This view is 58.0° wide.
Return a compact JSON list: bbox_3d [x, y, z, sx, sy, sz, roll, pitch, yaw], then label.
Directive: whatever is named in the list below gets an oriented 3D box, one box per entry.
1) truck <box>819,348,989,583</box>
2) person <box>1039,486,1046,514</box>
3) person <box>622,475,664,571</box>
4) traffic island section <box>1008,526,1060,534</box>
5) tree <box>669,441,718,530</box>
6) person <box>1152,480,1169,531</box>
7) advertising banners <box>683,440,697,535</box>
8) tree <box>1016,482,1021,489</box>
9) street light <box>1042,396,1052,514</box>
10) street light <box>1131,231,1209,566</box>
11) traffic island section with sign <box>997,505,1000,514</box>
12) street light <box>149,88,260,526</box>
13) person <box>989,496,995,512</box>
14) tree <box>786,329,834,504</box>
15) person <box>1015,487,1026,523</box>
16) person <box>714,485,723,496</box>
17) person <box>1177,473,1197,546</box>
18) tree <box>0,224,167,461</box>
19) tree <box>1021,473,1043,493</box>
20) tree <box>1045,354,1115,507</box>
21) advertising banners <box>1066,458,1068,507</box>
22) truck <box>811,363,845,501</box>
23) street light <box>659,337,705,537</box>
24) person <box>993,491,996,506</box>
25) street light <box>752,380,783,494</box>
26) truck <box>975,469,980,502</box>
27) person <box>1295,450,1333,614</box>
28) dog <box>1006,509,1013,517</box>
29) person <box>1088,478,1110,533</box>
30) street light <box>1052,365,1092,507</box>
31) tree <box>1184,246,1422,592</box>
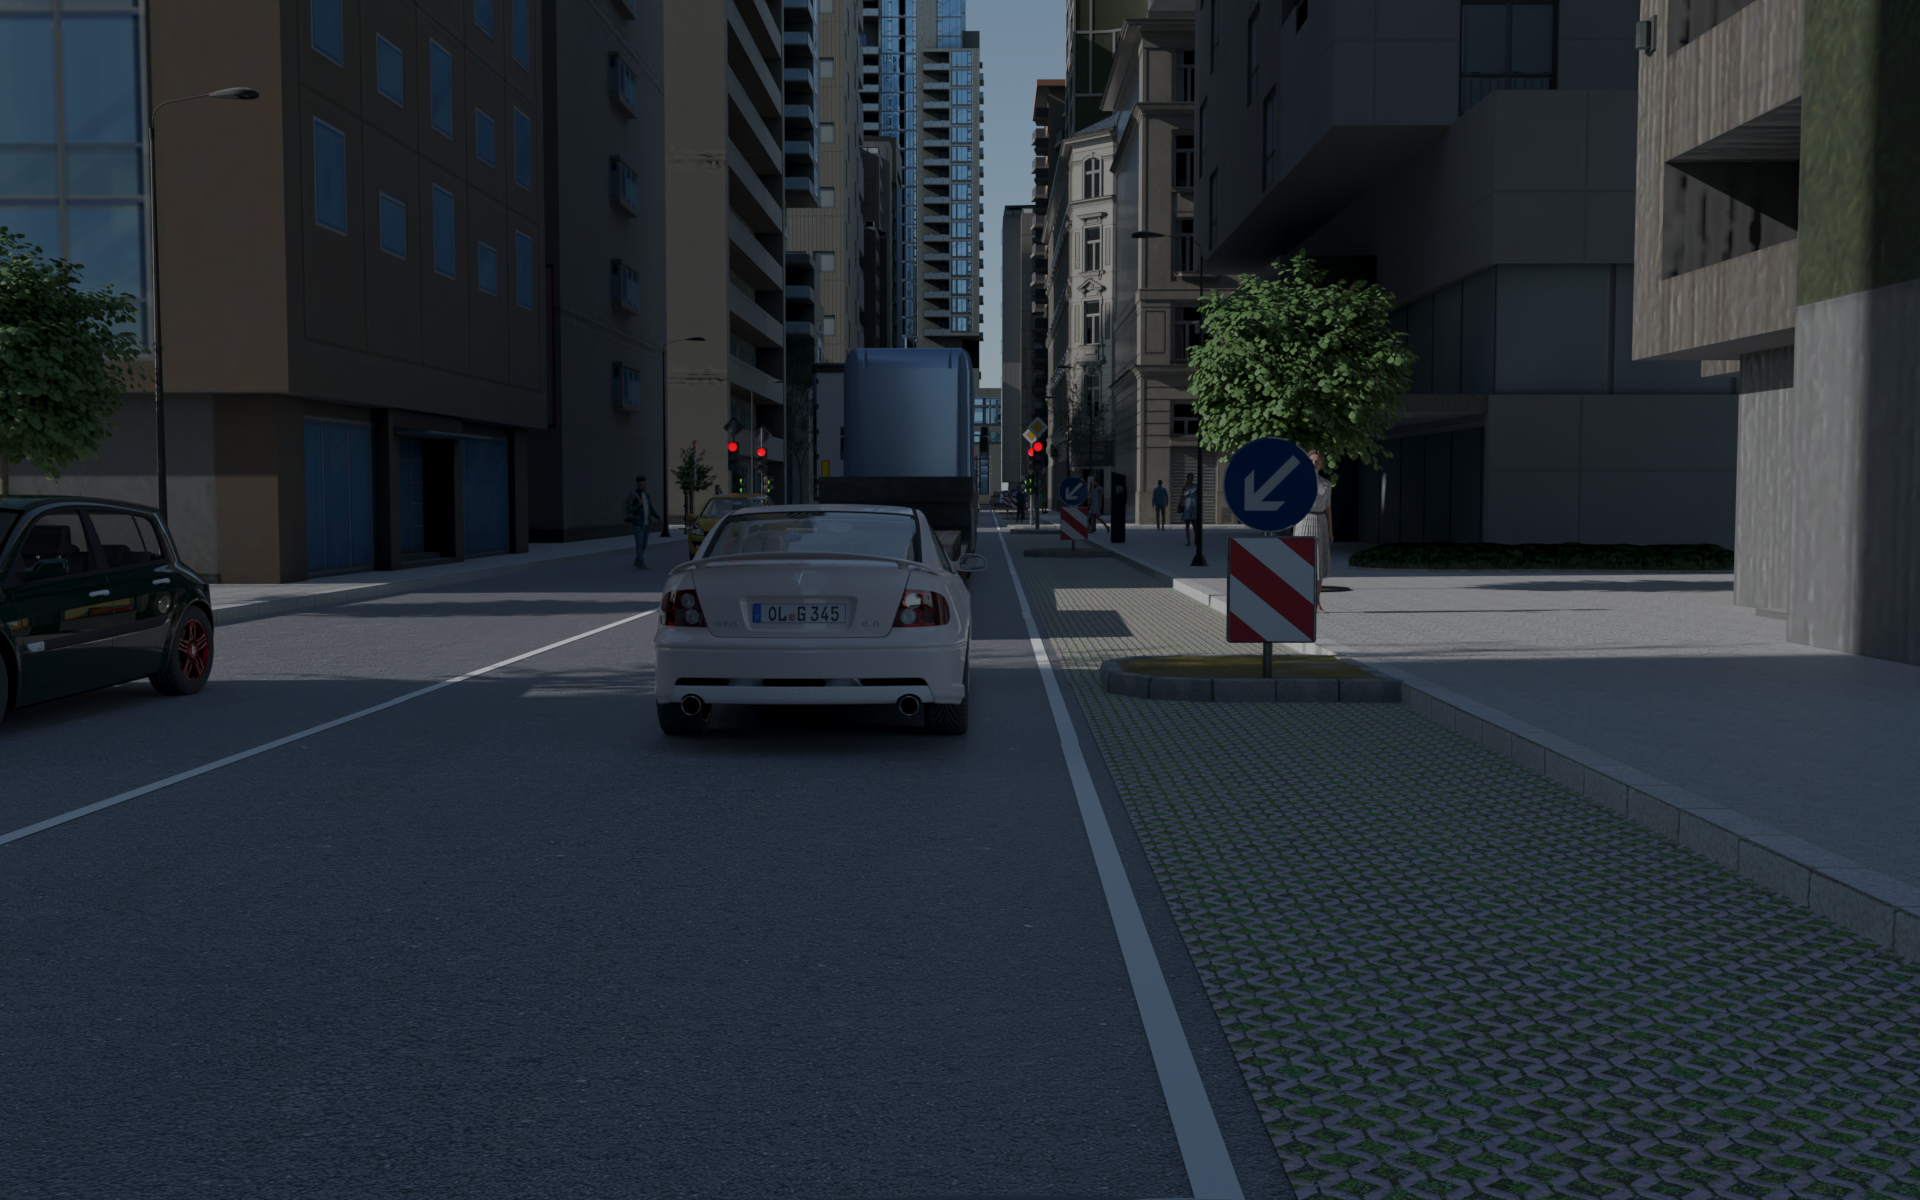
[{"bbox_3d":[-1.082,-2.229,26.201,2.967,4.110,18.799,0,4,1],"label":"truck"},{"bbox_3d":[5.281,-6.385,110.679,0.600,1.795,0.529,2,4,35],"label":"person"},{"bbox_3d":[-5.983,-1.446,32.490,0.721,1.781,0.623,1,4,19],"label":"person"},{"bbox_3d":[2.826,-2.474,62.727,2.009,0.180,2.903,0,4,1],"label":"traffic island section"},{"bbox_3d":[-9.692,-4.164,62.678,1.663,3.219,1.824,0,3,0],"label":"tree"},{"bbox_3d":[6.971,-3.298,60.301,0.601,1.785,0.444,0,4,0],"label":"person"},{"bbox_3d":[-8.631,-3.631,55.562,0.090,3.025,2.074,0,4,3],"label":"advertising banners"},{"bbox_3d":[7.495,-13.259,211.381,1.663,3.219,1.824,0,3,0],"label":"tree"},{"bbox_3d":[4.597,-6.704,82.149,1.470,5.913,1.316,0,4,1],"label":"street light"},{"bbox_3d":[3.729,-3.560,30.748,1.470,5.913,1.316,0,4,1],"label":"street light"},{"bbox_3d":[3.774,-6.989,122.895,1.989,1.847,2.006,0,4,1],"label":"traffic island section with sign"},{"bbox_3d":[-8.709,-2.901,19.968,1.470,5.913,1.316,0,4,1],"label":"street light"},{"bbox_3d":[2.507,-7.587,136.826,0.475,1.303,0.640,-3,5,-44],"label":"person"},{"bbox_3d":[-8.805,-9.960,97.254,8.767,10.594,7.601,0,4,7],"label":"tree"},{"bbox_3d":[3.043,-4.754,86.642,0.576,1.772,0.534,0,4,7],"label":"person"},{"bbox_3d":[-9.206,-3.517,66.260,0.793,1.790,0.793,-1,4,-9],"label":"person"},{"bbox_3d":[5.684,-2.248,42.885,0.616,1.811,0.778,1,4,21],"label":"person"},{"bbox_3d":[-11.365,-2.265,20.743,4.285,4.588,4.351,0,3,0],"label":"tree"},{"bbox_3d":[6.703,-9.955,157.372,1.663,3.219,1.824,0,3,0],"label":"tree"},{"bbox_3d":[6.336,-8.639,91.608,4.360,8.622,3.978,0,3,0],"label":"tree"},{"bbox_3d":[4.763,-4.929,76.774,0.090,3.025,2.074,0,4,2],"label":"advertising banners"},{"bbox_3d":[-1.693,-3.278,42.514,2.839,4.237,11.283,0,4,2],"label":"truck"},{"bbox_3d":[-8.221,-4.818,51.317,1.470,5.913,1.316,0,4,1],"label":"street light"},{"bbox_3d":[4.030,-12.075,206.447,0.721,1.766,1.217,2,4,32],"label":"person"},{"bbox_3d":[-7.916,-6.000,70.642,1.470,5.913,1.316,0,4,1],"label":"street light"},{"bbox_3d":[0.680,-11.441,176.817,2.967,4.110,18.799,0,3,0],"label":"truck"},{"bbox_3d":[3.789,-0.729,18.540,0.480,1.755,0.524,-1,4,-13],"label":"person"},{"bbox_3d":[3.085,-5.388,107.387,0.406,0.507,0.540,1,4,10],"label":"dog"},{"bbox_3d":[4.457,-3.058,56.132,0.778,1.811,0.616,0,4,-6],"label":"person"},{"bbox_3d":[4.188,-5.507,62.579,1.470,5.913,1.316,0,4,1],"label":"street light"},{"bbox_3d":[4.469,-2.405,23.031,4.285,4.588,4.351,0,3,0],"label":"tree"}]
